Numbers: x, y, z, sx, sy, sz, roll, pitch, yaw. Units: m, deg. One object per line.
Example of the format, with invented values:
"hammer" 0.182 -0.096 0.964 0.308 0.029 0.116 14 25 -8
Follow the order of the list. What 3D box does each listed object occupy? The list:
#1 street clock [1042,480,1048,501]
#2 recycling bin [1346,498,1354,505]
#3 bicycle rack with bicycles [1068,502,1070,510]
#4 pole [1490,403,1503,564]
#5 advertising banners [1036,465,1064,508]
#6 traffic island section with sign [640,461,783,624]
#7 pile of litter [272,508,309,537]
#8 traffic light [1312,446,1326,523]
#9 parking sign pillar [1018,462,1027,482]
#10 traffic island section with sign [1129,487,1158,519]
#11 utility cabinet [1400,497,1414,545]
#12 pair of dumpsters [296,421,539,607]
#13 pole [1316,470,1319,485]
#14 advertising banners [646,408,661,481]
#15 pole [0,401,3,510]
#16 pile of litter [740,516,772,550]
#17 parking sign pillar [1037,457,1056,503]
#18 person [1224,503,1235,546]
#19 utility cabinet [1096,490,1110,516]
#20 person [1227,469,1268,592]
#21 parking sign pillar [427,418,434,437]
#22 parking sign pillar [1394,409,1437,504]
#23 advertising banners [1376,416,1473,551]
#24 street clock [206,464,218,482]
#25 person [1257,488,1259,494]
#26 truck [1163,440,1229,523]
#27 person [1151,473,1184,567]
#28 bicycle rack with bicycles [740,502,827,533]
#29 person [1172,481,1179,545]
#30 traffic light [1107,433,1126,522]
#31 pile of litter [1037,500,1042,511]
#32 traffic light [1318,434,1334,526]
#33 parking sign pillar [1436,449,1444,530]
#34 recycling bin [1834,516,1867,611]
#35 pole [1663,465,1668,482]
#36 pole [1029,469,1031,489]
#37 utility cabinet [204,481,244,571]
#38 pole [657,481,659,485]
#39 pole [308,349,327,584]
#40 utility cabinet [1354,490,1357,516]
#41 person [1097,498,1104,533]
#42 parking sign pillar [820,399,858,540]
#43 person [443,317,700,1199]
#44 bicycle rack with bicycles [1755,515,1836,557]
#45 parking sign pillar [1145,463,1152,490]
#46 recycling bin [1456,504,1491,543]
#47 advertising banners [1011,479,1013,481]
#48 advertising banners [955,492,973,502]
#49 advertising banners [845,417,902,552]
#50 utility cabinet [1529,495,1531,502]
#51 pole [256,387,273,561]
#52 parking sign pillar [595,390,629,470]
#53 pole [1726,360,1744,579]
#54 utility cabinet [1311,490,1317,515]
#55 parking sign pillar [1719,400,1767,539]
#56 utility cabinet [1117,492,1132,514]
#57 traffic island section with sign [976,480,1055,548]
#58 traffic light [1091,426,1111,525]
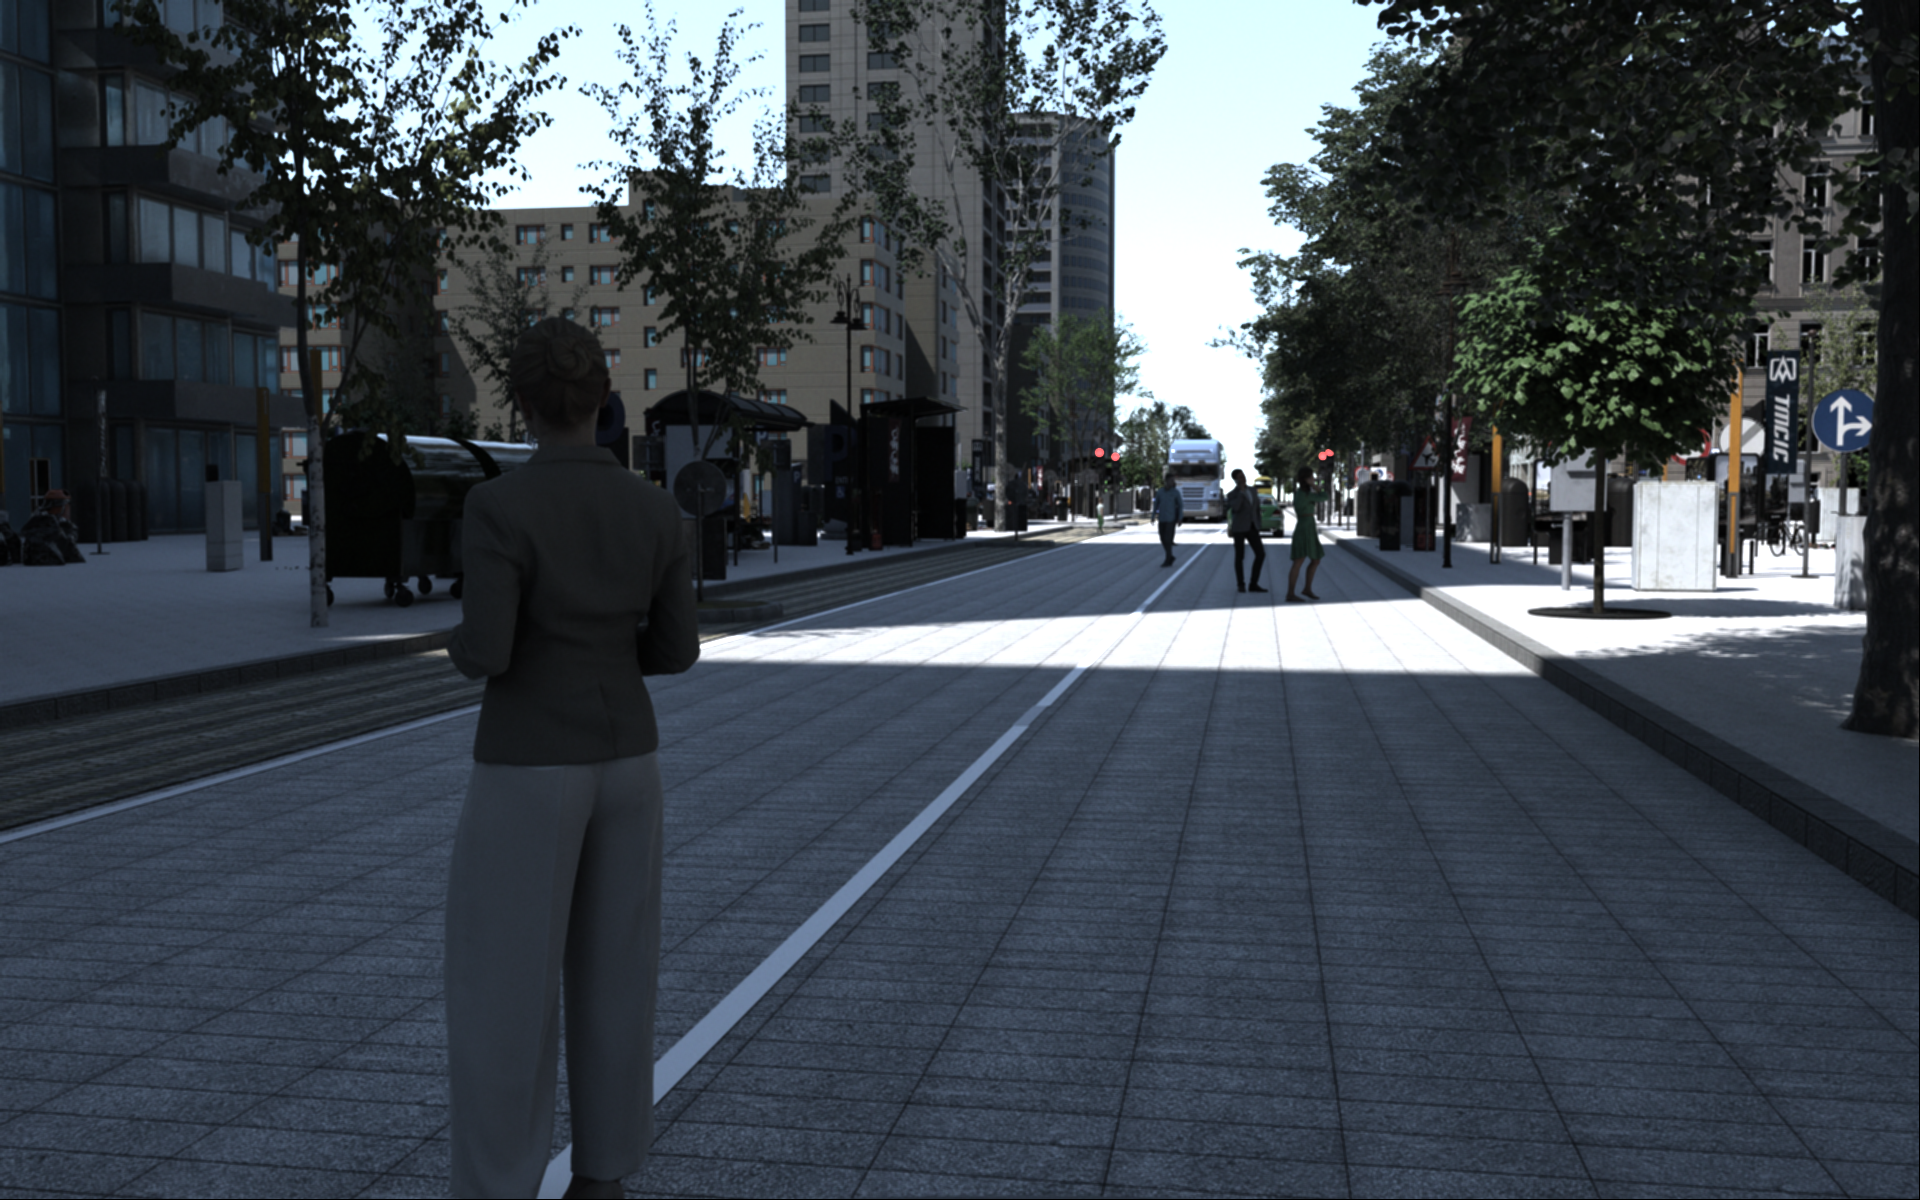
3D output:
"street clock" 4.431 -5.244 90.307 0.358 2.002 0.471 1 4 14
"recycling bin" 24.793 -5.920 109.341 0.722 1.027 0.722 0 4 0
"bicycle rack with bicycles" 9.806 -7.532 136.535 2.852 0.926 2.925 0 4 -8
"pole" 9.876 -2.324 31.838 0.158 3.312 0.155 0 3 0
"advertising banners" 5.478 -6.694 105.640 2.074 3.025 0.090 3 5 40
"traffic island section with sign" -3.127 -0.692 19.947 1.989 1.847 2.006 1 4 10
"pile of litter" -20.435 -2.383 52.927 1.176 0.858 1.719 2 4 33
"traffic light" 16.218 -5.424 77.608 0.839 4.253 0.868 1 4 10
"parking sign pillar" 5.298 -9.692 146.934 1.447 3.967 1.447 1 4 16
"traffic island section with sign" 10.943 -5.684 101.560 1.989 1.847 2.006 1 4 10
"utility cabinet" 11.394 -2.001 43.882 1.020 1.237 0.306 3 5 41
"pair of dumpsters" -6.489 -1.170 21.617 1.574 2.255 4.437 1 4 10
"pole" 24.104 -7.512 116.670 0.158 3.312 0.155 0 3 0
"advertising banners" -6.791 -2.364 34.840 2.074 3.025 0.090 -2 4 -31
"pole" -20.995 -2.693 37.866 0.158 3.312 0.155 0 3 0
"pile of litter" -4.975 -1.619 40.433 1.176 0.858 1.719 0 4 2
"parking sign pillar" 6.200 -8.316 124.445 1.447 3.967 1.447 -1 4 -11
"person" 7.771 -2.411 48.263 0.623 1.781 0.721 -2 4 -27
"utility cabinet" 8.217 -5.577 99.863 0.318 1.500 1.173 2 4 31
"person" 4.202 -1.018 25.322 0.592 1.802 0.473 -1 4 -8
"parking sign pillar" -18.819 -4.497 61.994 1.447 3.967 1.447 -1 4 -23
"parking sign pillar" 14.149 -4.071 55.040 1.447 3.967 1.447 2 4 27
"advertising banners" 10.445 -2.618 38.986 2.074 3.025 0.090 1 4 15
"street clock" -18.205 -2.302 42.201 0.358 2.002 0.471 -2 4 -31
"person" 19.762 -6.553 115.598 0.622 1.834 0.822 -3 4 -39
"truck" 12.729 -6.215 91.372 2.967 4.110 18.799 1 4 10
"person" 4.144 -1.578 34.165 0.638 1.841 0.748 3 5 39
"bicycle rack with bicycles" -5.446 -2.658 56.847 2.925 0.926 2.852 0 4 3
"person" 5.900 -2.435 48.489 0.721 1.800 0.419 -2 4 -35
"traffic light" 7.137 -5.519 79.153 0.839 4.253 0.868 1 4 10
"pile of litter" 5.303 -6.412 118.796 1.719 0.858 1.176 -1 4 -12
"traffic light" 14.860 -4.943 69.739 0.839 4.253 0.868 1 4 10
"parking sign pillar" 17.761 -4.522 62.404 1.447 3.967 1.447 1 4 12
"recycling bin" 10.238 -0.414 19.319 0.722 1.027 0.722 1 4 13
"pole" 32.019 -5.189 78.684 0.158 3.312 0.155 0 3 0
"pole" 5.600 -8.848 138.515 0.158 3.312 0.155 0 3 0
"utility cabinet" -12.364 -1.248 29.081 0.318 1.500 1.173 -1 4 -9
"pole" -16.889 -6.282 96.558 0.158 3.312 0.155 0 3 0
"pole" -9.119 -1.880 24.577 0.158 3.312 0.155 0 3 0
"utility cabinet" 22.967 -5.482 98.311 1.173 1.500 0.318 1 4 20
"person" 5.133 -3.103 63.476 0.306 1.304 0.590 2 4 31
"parking sign pillar" -3.238 -3.691 48.812 1.447 3.967 1.447 3 5 40
"person" -0.767 0.352 3.299 0.519 1.759 0.362 -3 5 -41
"bicycle rack with bicycles" 17.711 -1.349 35.431 2.852 0.926 2.925 3 5 43
"parking sign pillar" 15.898 -9.783 148.426 1.447 3.967 1.447 -3 5 -44
"recycling bin" 13.668 -2.046 46.008 0.722 1.027 0.722 -1 4 -17
"advertising banners" 3.341 -7.246 114.652 0.090 3.025 2.074 0 4 -5
"advertising banners" -0.123 -6.934 109.552 2.074 3.025 0.090 2 4 30
"advertising banners" -1.930 -2.630 39.188 0.090 3.025 2.074 2 4 35
"utility cabinet" 26.852 -4.282 81.169 1.020 1.237 0.306 0 4 1
"pole" -13.337 -2.408 33.206 0.158 3.312 0.155 0 3 0
"parking sign pillar" -6.734 -2.674 32.188 1.447 3.967 1.447 2 4 30
"pole" 11.753 -1.983 26.270 0.158 3.312 0.155 0 3 0
"utility cabinet" 21.844 -5.945 105.883 0.318 1.500 1.173 -3 4 -38
"parking sign pillar" 22.673 -3.771 50.130 1.447 3.967 1.447 -2 4 -34
"utility cabinet" 10.294 -6.130 108.911 1.173 1.500 0.318 -2 4 -35
"traffic island section with sign" 1.537 -2.352 47.084 1.989 1.847 2.006 1 4 10
"traffic light" 5.780 -5.037 71.283 0.839 4.253 0.868 1 4 10
